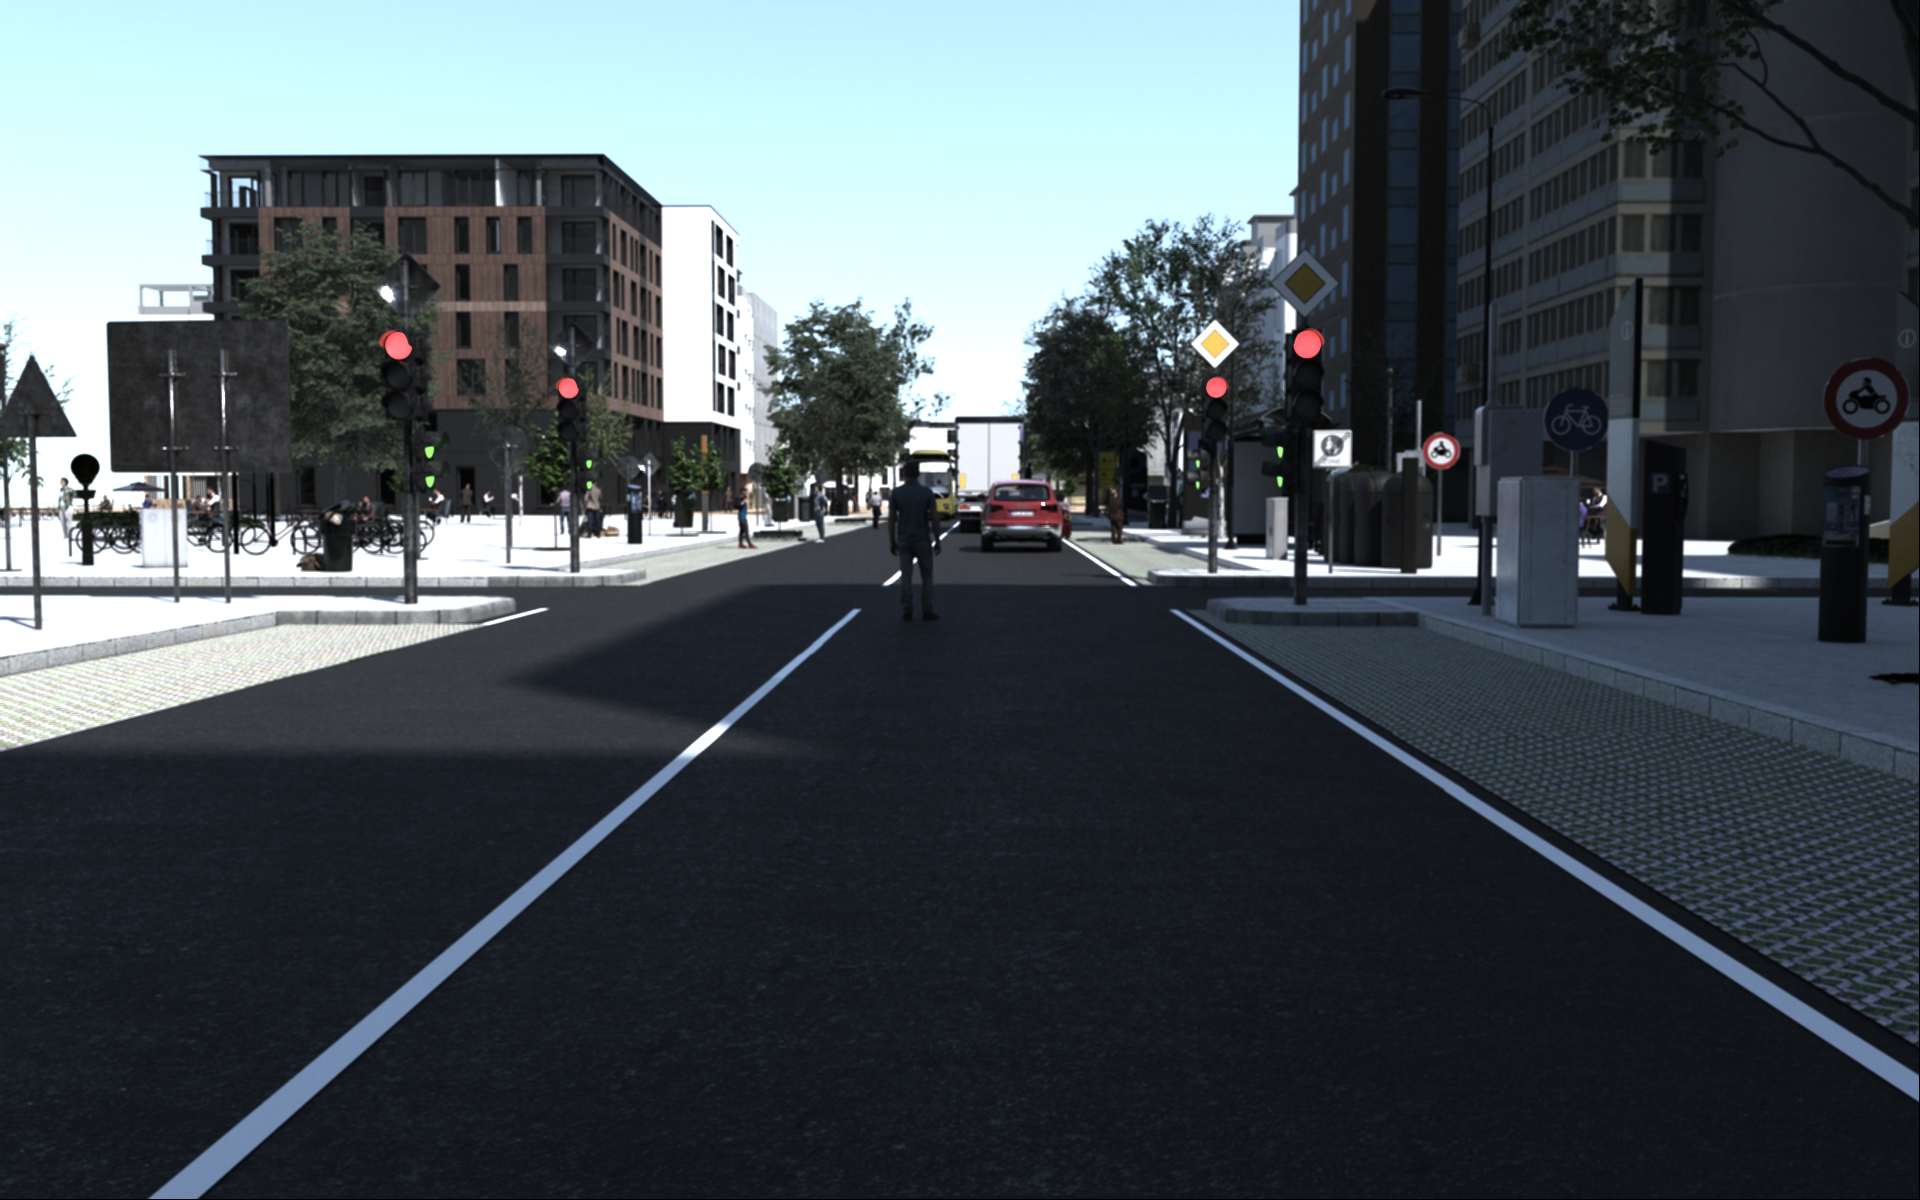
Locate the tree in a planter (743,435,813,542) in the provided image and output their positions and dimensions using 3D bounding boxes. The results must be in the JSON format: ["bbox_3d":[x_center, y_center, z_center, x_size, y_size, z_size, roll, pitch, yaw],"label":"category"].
[{"bbox_3d":[-5.519,-3.401,52.822,1.991,3.239,1.994,0,4,1],"label":"tree in a planter"}]

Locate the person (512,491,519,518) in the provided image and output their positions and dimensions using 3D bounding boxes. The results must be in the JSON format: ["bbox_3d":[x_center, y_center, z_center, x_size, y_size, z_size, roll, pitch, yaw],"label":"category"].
[{"bbox_3d":[-24.197,-5.174,93.819,0.628,1.438,0.799,0,4,-2],"label":"person"}]

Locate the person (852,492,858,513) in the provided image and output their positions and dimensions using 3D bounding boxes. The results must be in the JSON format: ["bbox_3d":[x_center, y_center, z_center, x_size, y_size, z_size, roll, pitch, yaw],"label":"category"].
[{"bbox_3d":[-7.261,-6.719,119.154,0.557,1.426,1.065,1,4,13],"label":"person"}]

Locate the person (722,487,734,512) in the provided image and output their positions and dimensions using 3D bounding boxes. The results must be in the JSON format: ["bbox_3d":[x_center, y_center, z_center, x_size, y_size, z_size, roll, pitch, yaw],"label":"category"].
[{"bbox_3d":[-16.377,-7.068,122.164,0.990,1.755,0.434,-2,4,-35],"label":"person"}]

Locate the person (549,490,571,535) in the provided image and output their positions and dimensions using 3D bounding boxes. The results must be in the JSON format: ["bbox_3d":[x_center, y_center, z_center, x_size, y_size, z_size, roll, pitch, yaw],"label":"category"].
[{"bbox_3d":[-12.441,-2.854,54.661,0.963,1.587,0.435,-2,4,-31],"label":"person"}]

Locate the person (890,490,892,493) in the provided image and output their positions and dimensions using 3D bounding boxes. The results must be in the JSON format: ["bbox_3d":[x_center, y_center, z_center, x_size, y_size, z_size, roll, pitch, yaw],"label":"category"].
[{"bbox_3d":[-4.150,-5.875,105.493,0.436,1.711,0.756,-1,4,-11],"label":"person"}]

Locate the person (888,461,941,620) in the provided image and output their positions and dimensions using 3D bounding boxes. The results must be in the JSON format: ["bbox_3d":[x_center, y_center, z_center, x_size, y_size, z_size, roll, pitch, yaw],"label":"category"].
[{"bbox_3d":[-0.510,-0.685,19.833,0.598,1.807,0.434,1,4,13],"label":"person"}]

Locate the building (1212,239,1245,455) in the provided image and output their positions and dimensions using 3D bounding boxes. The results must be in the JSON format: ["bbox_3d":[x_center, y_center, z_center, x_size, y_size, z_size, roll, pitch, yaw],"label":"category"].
[{"bbox_3d":[26.509,-16.285,122.673,16.016,20.091,11.380,0,4,1],"label":"building"}]

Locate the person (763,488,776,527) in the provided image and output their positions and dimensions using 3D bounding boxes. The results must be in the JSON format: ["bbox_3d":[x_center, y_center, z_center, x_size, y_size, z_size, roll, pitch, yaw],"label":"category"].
[{"bbox_3d":[-7.502,-3.788,68.126,0.789,1.805,0.875,0,4,7],"label":"person"}]

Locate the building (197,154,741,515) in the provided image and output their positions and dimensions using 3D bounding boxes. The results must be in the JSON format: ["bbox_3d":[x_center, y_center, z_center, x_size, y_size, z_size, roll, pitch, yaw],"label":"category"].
[{"bbox_3d":[-31.574,-16.929,120.767,27.936,21.610,32.646,0,4,1],"label":"building"}]

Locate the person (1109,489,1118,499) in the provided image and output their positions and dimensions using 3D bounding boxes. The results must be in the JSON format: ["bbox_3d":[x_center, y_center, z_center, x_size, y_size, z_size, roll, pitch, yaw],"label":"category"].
[{"bbox_3d":[10.002,-6.340,109.638,1.348,1.831,0.705,2,4,27],"label":"person"}]

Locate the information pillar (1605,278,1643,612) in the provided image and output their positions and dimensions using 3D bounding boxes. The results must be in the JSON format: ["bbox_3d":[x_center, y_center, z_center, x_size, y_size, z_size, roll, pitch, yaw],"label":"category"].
[{"bbox_3d":[7.307,-1.695,19.062,0.183,3.616,0.504,-1,4,-12],"label":"information pillar"}]

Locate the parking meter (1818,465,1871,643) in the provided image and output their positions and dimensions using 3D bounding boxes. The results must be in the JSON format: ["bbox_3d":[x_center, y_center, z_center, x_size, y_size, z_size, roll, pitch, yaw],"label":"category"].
[{"bbox_3d":[7.681,-0.405,15.040,0.372,1.533,0.369,0,3,0],"label":"parking meter"}]

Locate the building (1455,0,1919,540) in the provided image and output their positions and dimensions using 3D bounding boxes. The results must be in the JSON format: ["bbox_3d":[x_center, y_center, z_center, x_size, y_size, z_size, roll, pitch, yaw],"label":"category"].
[{"bbox_3d":[29.784,-22.103,53.273,23.993,40.220,32.217,0,4,1],"label":"building"}]

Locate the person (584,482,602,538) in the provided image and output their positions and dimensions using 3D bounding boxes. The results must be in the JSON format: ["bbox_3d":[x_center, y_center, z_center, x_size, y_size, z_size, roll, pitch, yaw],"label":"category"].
[{"bbox_3d":[-10.714,-2.679,50.372,0.617,1.759,0.750,-2,4,-28],"label":"person"}]

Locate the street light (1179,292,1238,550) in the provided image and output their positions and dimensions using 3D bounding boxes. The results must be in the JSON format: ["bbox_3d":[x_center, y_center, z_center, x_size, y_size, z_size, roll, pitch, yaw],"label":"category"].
[{"bbox_3d":[5.741,-4.126,40.002,1.470,5.913,1.316,0,4,1],"label":"street light"}]

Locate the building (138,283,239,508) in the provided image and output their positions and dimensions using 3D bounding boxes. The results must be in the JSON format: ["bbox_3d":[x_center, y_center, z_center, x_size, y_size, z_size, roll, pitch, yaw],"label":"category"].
[{"bbox_3d":[-67.397,-18.689,161.988,11.380,20.091,16.016,0,4,1],"label":"building"}]

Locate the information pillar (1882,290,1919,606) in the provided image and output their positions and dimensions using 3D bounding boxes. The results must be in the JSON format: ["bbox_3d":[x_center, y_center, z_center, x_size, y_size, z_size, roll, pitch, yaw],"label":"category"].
[{"bbox_3d":[10.897,-1.740,19.809,0.183,3.616,0.504,-2,4,-28],"label":"information pillar"}]

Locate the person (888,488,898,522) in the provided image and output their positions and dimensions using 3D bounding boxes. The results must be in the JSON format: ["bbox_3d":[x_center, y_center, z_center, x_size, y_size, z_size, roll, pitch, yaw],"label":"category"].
[{"bbox_3d":[-3.456,-4.894,89.346,0.431,1.722,0.655,1,4,20],"label":"person"}]

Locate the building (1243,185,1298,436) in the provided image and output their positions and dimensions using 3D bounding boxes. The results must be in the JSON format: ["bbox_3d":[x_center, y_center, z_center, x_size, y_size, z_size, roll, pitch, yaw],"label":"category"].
[{"bbox_3d":[27.272,-15.589,111.298,16.016,20.091,11.380,0,4,1],"label":"building"}]

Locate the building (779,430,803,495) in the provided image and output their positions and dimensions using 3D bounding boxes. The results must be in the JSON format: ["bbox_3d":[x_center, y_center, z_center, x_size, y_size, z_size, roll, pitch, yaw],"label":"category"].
[{"bbox_3d":[-32.147,-15.998,203.709,28.070,9.664,9.099,0,4,1],"label":"building"}]

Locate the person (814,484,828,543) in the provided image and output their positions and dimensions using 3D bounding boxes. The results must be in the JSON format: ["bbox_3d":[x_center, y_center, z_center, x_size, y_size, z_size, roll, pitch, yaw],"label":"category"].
[{"bbox_3d":[-4.135,-2.576,51.343,0.376,1.734,0.841,-1,4,-8],"label":"person"}]

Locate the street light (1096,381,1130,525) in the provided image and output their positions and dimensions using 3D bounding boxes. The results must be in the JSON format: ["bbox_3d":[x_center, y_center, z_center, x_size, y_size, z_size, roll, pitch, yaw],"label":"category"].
[{"bbox_3d":[6.322,-6.055,71.547,1.470,5.913,1.316,0,4,1],"label":"street light"}]

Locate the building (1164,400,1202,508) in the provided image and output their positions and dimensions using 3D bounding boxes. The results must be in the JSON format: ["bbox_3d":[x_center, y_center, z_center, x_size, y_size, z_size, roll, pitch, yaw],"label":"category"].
[{"bbox_3d":[23.949,-12.973,154.252,9.099,9.664,28.070,0,4,1],"label":"building"}]

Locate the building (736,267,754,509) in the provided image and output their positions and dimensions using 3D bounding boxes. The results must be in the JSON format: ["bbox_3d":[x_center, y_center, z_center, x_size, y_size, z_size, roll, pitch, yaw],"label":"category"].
[{"bbox_3d":[-25.133,-17.508,142.671,16.016,20.091,11.380,0,4,1],"label":"building"}]

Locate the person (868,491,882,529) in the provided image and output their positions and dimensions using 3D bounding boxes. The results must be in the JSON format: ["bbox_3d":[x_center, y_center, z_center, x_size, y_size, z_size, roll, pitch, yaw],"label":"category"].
[{"bbox_3d":[-3.509,-3.725,71.619,0.614,1.554,0.590,1,4,13],"label":"person"}]

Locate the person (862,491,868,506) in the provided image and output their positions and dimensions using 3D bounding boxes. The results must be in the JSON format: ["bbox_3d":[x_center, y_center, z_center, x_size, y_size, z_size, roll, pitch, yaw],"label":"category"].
[{"bbox_3d":[-10.017,-10.767,185.226,1.217,1.739,0.721,-3,5,-41],"label":"person"}]

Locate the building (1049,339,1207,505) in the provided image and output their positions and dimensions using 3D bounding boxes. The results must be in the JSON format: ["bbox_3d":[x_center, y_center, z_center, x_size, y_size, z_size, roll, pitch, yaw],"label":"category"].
[{"bbox_3d":[26.282,-20.734,205.450,31.486,18.905,16.747,0,4,1],"label":"building"}]

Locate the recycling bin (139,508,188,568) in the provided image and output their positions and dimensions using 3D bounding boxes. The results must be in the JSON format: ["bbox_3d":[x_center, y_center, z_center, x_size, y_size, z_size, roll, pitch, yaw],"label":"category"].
[{"bbox_3d":[-13.926,-1.085,30.289,0.722,1.027,0.722,-2,4,-28],"label":"recycling bin"}]

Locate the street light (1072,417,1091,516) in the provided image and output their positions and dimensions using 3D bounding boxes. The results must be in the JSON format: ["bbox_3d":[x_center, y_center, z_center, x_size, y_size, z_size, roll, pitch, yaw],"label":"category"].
[{"bbox_3d":[7.074,-7.968,102.812,1.470,5.913,1.316,0,4,1],"label":"street light"}]

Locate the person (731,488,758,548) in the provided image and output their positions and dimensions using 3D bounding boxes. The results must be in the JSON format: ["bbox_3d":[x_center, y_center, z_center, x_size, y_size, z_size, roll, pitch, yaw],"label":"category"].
[{"bbox_3d":[-5.640,-2.138,45.318,0.662,1.594,0.647,-1,4,-18],"label":"person"}]

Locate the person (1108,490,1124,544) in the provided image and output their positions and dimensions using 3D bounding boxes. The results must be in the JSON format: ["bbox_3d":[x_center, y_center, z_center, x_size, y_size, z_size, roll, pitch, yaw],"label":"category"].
[{"bbox_3d":[4.433,-2.359,49.333,0.482,1.546,0.388,2,4,35],"label":"person"}]

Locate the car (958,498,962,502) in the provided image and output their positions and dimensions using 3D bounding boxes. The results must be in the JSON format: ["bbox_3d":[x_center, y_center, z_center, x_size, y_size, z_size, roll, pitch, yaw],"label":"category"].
[{"bbox_3d":[-0.752,-8.866,156.962,2.014,1.417,4.499,0,4,1],"label":"car"}]

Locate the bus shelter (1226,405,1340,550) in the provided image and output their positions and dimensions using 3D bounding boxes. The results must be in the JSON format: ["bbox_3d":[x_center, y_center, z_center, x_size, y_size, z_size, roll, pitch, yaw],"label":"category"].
[{"bbox_3d":[7.570,-2.921,41.675,2.014,3.302,5.546,0,4,1],"label":"bus shelter"}]

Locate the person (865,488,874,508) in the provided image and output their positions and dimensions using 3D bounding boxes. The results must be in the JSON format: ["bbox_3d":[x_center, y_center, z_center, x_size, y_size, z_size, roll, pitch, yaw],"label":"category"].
[{"bbox_3d":[-7.867,-9.048,154.054,1.350,1.814,0.705,-2,4,-35],"label":"person"}]

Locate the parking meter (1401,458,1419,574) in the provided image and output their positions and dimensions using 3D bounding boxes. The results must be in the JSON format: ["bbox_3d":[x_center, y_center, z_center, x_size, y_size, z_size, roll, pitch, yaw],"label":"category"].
[{"bbox_3d":[7.267,-1.363,27.991,0.255,1.863,0.399,1,4,14],"label":"parking meter"}]

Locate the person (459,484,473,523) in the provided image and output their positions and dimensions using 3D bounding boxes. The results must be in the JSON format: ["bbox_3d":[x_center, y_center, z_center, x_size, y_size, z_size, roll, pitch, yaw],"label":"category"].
[{"bbox_3d":[-22.169,-4.341,77.700,0.600,1.739,0.565,3,5,41],"label":"person"}]

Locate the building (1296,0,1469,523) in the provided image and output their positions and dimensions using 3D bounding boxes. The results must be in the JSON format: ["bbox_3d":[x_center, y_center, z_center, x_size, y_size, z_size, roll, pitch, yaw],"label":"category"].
[{"bbox_3d":[24.389,-26.466,82.836,14.600,45.320,14.200,0,4,1],"label":"building"}]

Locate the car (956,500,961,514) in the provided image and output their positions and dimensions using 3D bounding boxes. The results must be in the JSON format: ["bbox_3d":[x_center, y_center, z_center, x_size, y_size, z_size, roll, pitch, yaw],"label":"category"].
[{"bbox_3d":[-0.938,-6.808,123.311,2.014,1.417,4.499,0,4,1],"label":"car"}]

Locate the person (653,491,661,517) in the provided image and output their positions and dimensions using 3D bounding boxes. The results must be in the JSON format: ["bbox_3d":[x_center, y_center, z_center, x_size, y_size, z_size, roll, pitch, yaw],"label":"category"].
[{"bbox_3d":[-17.007,-5.458,97.982,0.600,1.496,0.574,2,4,31],"label":"person"}]

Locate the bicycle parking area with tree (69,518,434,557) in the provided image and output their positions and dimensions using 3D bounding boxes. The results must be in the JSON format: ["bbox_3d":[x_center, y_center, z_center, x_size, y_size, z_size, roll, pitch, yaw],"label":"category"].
[{"bbox_3d":[-15.944,-3.210,39.490,9.016,4.147,8.231,0,4,0],"label":"bicycle parking area with tree"}]

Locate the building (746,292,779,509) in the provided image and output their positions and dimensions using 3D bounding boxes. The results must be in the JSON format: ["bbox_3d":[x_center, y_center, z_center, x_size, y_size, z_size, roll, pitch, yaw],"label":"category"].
[{"bbox_3d":[-33.533,-17.977,160.374,31.486,18.905,16.747,0,4,1],"label":"building"}]

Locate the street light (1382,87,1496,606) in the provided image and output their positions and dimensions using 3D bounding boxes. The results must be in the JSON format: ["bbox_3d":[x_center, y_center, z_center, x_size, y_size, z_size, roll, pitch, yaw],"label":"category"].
[{"bbox_3d":[5.520,-2.899,19.942,1.470,5.913,1.316,0,4,1],"label":"street light"}]

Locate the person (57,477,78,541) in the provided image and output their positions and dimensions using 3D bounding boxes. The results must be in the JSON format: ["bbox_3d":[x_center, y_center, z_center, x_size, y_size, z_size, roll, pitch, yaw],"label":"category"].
[{"bbox_3d":[-24.287,-2.467,47.096,0.841,1.734,0.376,3,4,36],"label":"person"}]

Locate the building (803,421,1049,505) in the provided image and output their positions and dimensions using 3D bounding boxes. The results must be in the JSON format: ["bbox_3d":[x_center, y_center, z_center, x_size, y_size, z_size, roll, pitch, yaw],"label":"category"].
[{"bbox_3d":[-3.559,-15.930,202.602,28.070,9.664,9.099,0,4,1],"label":"building"}]

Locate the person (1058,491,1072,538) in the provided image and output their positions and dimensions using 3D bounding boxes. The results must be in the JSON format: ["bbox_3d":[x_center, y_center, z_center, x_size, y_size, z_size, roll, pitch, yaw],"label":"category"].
[{"bbox_3d":[3.328,-2.732,55.641,0.523,1.526,0.387,0,4,0],"label":"person"}]

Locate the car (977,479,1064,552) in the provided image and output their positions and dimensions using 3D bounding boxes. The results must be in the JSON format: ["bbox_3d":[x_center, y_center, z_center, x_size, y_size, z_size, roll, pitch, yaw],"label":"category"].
[{"bbox_3d":[1.566,-2.194,44.541,2.281,1.827,5.304,0,4,1],"label":"car"}]

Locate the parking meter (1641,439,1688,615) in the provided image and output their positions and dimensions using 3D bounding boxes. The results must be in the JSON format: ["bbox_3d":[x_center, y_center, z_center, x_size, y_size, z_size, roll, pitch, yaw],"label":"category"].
[{"bbox_3d":[7.502,-0.778,18.438,0.399,1.863,0.255,3,5,43],"label":"parking meter"}]

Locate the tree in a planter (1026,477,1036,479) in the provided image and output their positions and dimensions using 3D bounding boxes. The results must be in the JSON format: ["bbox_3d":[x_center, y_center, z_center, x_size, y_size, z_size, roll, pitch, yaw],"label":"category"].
[{"bbox_3d":[6.514,-9.842,158.138,1.991,3.239,1.994,0,4,1],"label":"tree in a planter"}]
